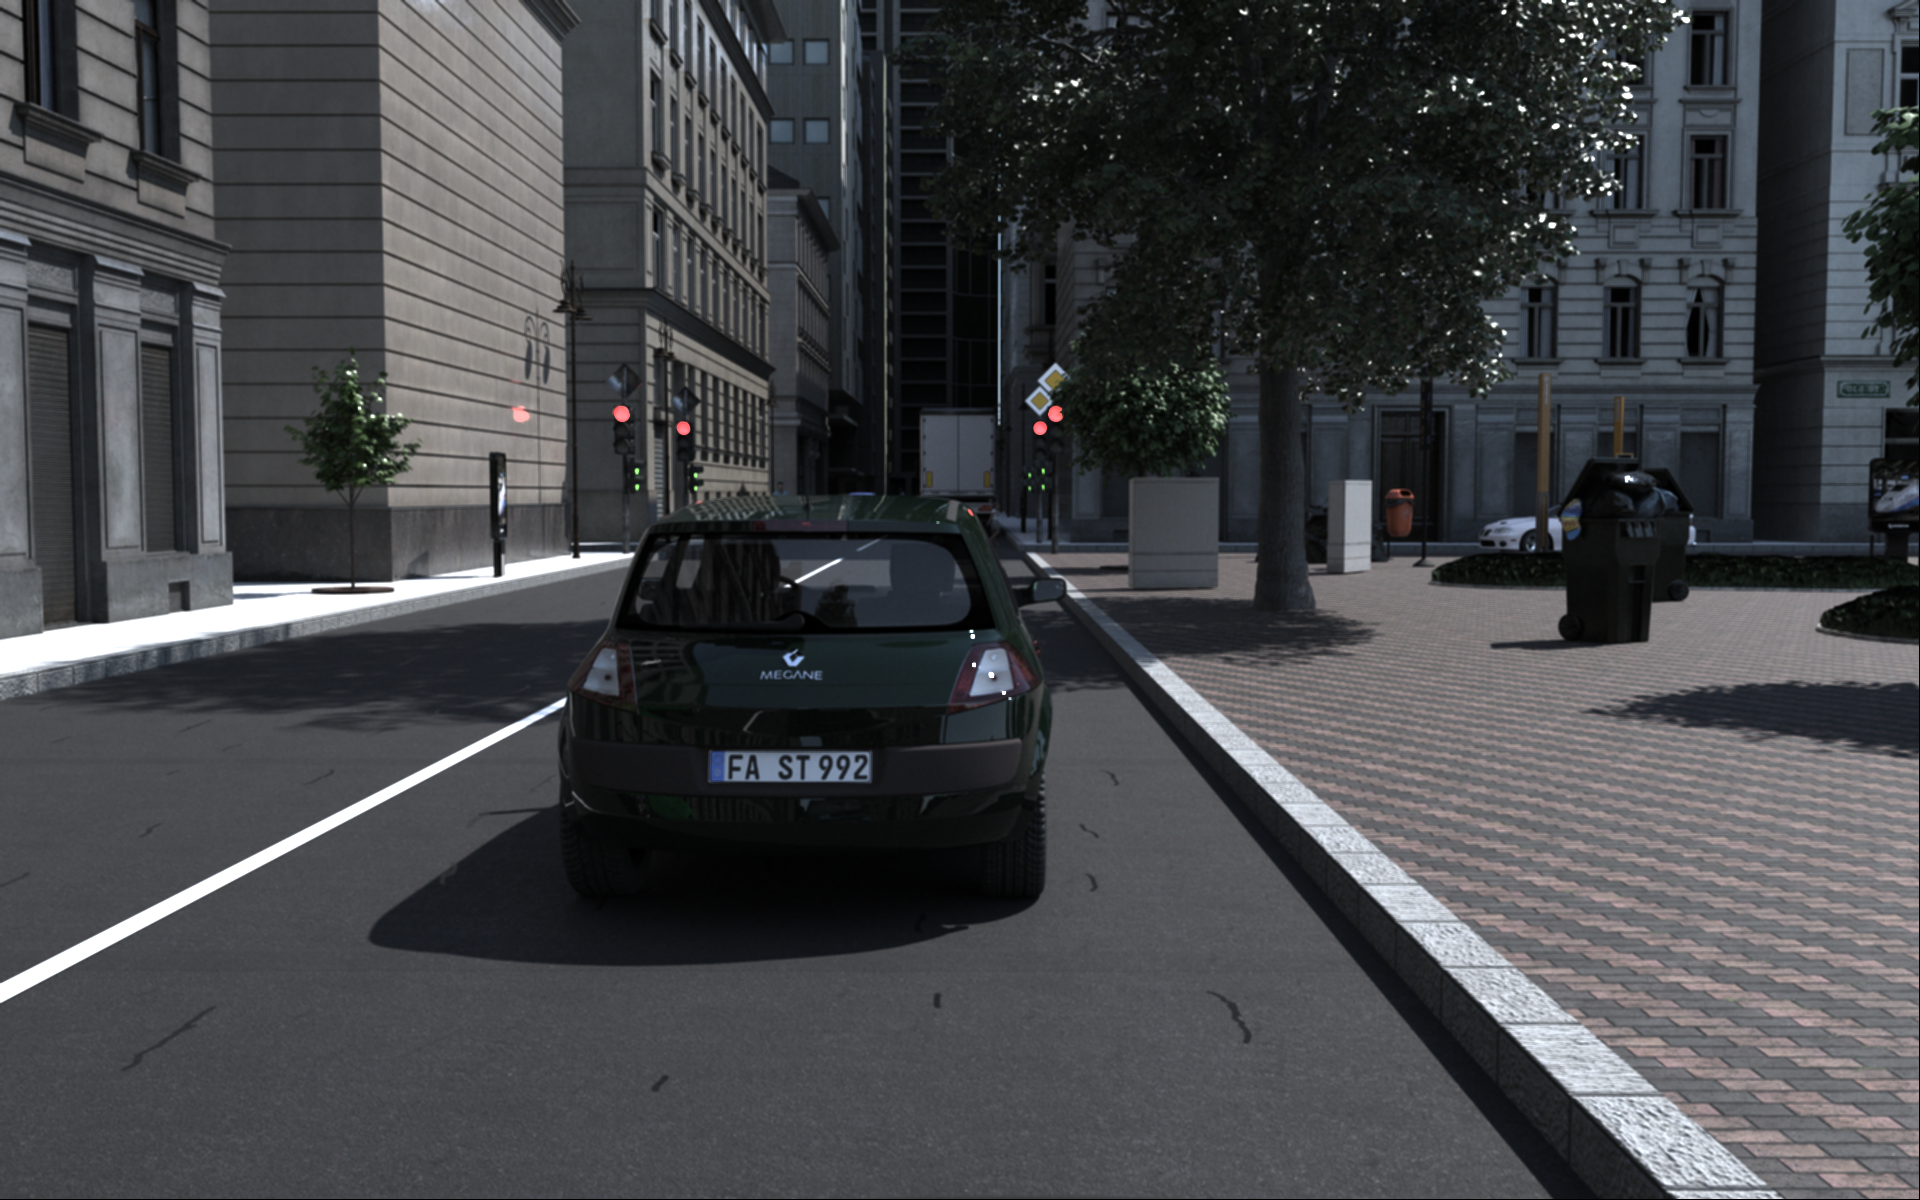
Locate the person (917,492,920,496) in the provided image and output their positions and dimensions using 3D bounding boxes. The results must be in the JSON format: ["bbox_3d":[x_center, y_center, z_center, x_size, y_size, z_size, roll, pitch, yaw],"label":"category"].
[{"bbox_3d":[-4.696,-11.457,196.735,0.541,1.710,0.530,-2,4,-34],"label":"person"}]

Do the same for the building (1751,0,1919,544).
[{"bbox_3d":[43.774,-16.846,51.841,44.131,29.872,17.030,0,4,0],"label":"building"}]

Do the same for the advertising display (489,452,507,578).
[{"bbox_3d":[-7.176,-1.329,26.946,0.123,1.923,0.974,0,4,-7],"label":"advertising display"}]

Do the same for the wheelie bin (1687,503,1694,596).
[{"bbox_3d":[8.423,-0.799,20.973,0.693,1.594,0.980,0,4,-3],"label":"wheelie bin"}]

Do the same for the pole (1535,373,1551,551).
[{"bbox_3d":[9.900,-2.175,29.405,0.158,3.312,0.155,0,3,0],"label":"pole"}]

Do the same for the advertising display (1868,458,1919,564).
[{"bbox_3d":[16.793,-1.578,31.019,0.974,1.923,0.123,0,4,4],"label":"advertising display"}]

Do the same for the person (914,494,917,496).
[{"bbox_3d":[-4.967,-10.873,189.463,0.799,1.438,0.628,1,4,21],"label":"person"}]

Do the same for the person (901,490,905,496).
[{"bbox_3d":[-5.455,-9.354,161.306,0.599,1.838,0.709,3,4,36],"label":"person"}]

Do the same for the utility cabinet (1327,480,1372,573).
[{"bbox_3d":[6.322,-1.191,28.151,0.318,1.500,1.173,2,4,34],"label":"utility cabinet"}]

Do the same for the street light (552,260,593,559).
[{"bbox_3d":[-7.651,-3.766,34.362,0.468,5.910,1.993,0,4,0],"label":"street light"}]

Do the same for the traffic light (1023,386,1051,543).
[{"bbox_3d":[2.050,-3.430,45.005,0.839,4.253,0.868,0,4,0],"label":"traffic light"}]

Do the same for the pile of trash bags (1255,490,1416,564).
[{"bbox_3d":[7.443,-1.439,33.277,3.447,1.369,1.912,-2,4,-34],"label":"pile of trash bags"}]

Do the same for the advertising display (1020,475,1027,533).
[{"bbox_3d":[2.112,-3.205,57.607,0.123,1.923,0.974,0,4,-4],"label":"advertising display"}]

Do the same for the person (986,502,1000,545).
[{"bbox_3d":[0.939,-2.159,48.807,0.382,1.210,0.505,0,4,5],"label":"person"}]

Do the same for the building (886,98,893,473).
[{"bbox_3d":[-22.654,-34.527,184.131,30.456,49.044,23.786,0,4,0],"label":"building"}]

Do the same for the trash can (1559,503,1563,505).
[{"bbox_3d":[10.211,-1.027,28.443,0.748,1.137,0.748,0,3,0],"label":"trash can"}]

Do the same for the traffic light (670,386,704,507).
[{"bbox_3d":[-7.112,-3.432,45.026,0.839,4.253,0.868,0,4,0],"label":"traffic light"}]

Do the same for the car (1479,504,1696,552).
[{"bbox_3d":[14.506,-1.700,40.155,4.827,1.381,2.083,0,4,-1],"label":"car"}]

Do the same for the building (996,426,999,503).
[{"bbox_3d":[14.732,-51.506,154.798,22.319,86.520,31.000,0,4,0],"label":"building"}]

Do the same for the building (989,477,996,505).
[{"bbox_3d":[19.270,-30.077,183.638,32.217,40.220,23.993,0,4,0],"label":"building"}]

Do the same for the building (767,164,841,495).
[{"bbox_3d":[-13.226,-14.932,95.055,10.553,20.767,40.483,0,4,0],"label":"building"}]

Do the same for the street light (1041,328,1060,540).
[{"bbox_3d":[2.527,-4.628,48.449,0.468,5.910,1.993,0,4,0],"label":"street light"}]

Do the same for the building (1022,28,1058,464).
[{"bbox_3d":[9.902,-15.519,72.823,14.460,24.649,34.723,0,4,0],"label":"building"}]

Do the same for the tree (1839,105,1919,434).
[{"bbox_3d":[7.443,-1.677,11.135,4.285,4.588,4.351,0,3,0],"label":"tree"}]

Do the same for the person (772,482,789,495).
[{"bbox_3d":[-5.721,-2.876,55.544,0.660,1.820,0.620,-1,4,-21],"label":"person"}]

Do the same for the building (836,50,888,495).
[{"bbox_3d":[-13.898,-28.835,155.043,14.154,41.232,14.086,0,4,0],"label":"building"}]

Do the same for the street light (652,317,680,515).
[{"bbox_3d":[-7.662,-4.434,45.277,0.468,5.910,1.993,0,4,0],"label":"street light"}]

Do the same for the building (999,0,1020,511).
[{"bbox_3d":[10.052,-27.529,133.699,14.154,41.232,14.086,0,4,0],"label":"building"}]

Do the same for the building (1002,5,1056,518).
[{"bbox_3d":[8.439,-20.024,104.878,11.434,29.767,29.804,0,4,0],"label":"building"}]

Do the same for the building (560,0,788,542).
[{"bbox_3d":[-15.464,-13.837,59.515,16.112,22.955,30.059,0,4,0],"label":"building"}]

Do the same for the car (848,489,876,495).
[{"bbox_3d":[-4.189,-3.937,73.963,1.945,1.707,3.694,0,4,2],"label":"car"}]

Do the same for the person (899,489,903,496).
[{"bbox_3d":[-4.349,-7.184,126.040,0.705,1.814,1.350,-1,4,-20],"label":"person"}]

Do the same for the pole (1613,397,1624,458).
[{"bbox_3d":[13.798,-2.599,36.336,0.158,3.312,0.155,0,3,0],"label":"pole"}]

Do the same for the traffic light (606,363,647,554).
[{"bbox_3d":[-7.144,-2.943,37.041,0.839,4.253,0.868,0,4,0],"label":"traffic light"}]

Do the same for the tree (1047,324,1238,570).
[{"bbox_3d":[3.127,-2.818,29.786,4.285,4.588,4.351,0,3,0],"label":"tree"}]

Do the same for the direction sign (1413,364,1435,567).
[{"bbox_3d":[8.219,-2.361,30.592,0.379,3.537,0.876,0,4,4],"label":"direction sign"}]

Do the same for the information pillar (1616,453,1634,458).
[{"bbox_3d":[11.983,-1.639,31.286,0.304,2.012,0.304,1,4,21],"label":"information pillar"}]

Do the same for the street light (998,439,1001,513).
[{"bbox_3d":[2.849,-8.991,119.795,0.468,5.910,1.993,0,4,0],"label":"street light"}]

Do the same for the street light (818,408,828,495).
[{"bbox_3d":[-7.366,-7.364,93.188,0.468,5.910,1.993,0,4,0],"label":"street light"}]

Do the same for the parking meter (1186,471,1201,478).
[{"bbox_3d":[5.975,-2.363,44.344,0.255,1.863,0.399,2,4,33],"label":"parking meter"}]

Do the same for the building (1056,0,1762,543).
[{"bbox_3d":[11.822,-12.244,49.344,18.267,20.994,9.793,0,4,0],"label":"building"}]

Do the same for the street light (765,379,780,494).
[{"bbox_3d":[-7.511,-5.910,69.413,0.468,5.910,1.993,0,4,0],"label":"street light"}]

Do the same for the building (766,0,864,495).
[{"bbox_3d":[-21.570,-33.269,133.184,28.713,52.752,27.495,0,4,0],"label":"building"}]

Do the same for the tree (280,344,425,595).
[{"bbox_3d":[-7.860,-1.700,22.400,1.663,3.219,1.824,0,3,0],"label":"tree"}]

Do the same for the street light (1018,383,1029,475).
[{"bbox_3d":[2.636,-6.082,72.224,0.468,5.910,1.993,0,4,0],"label":"street light"}]

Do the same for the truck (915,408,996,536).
[{"bbox_3d":[-0.204,-4.475,62.084,2.839,4.237,11.283,0,4,-1],"label":"truck"}]

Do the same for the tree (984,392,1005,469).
[{"bbox_3d":[3.653,-10.607,123.780,4.360,8.622,3.978,0,3,0],"label":"tree"}]

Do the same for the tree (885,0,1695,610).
[{"bbox_3d":[3.615,-6.865,18.897,9.857,13.997,8.962,0,3,0],"label":"tree"}]

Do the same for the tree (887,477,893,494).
[{"bbox_3d":[-7.004,-10.503,166.319,1.663,3.219,1.824,0,3,0],"label":"tree"}]

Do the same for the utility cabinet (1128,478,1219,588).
[{"bbox_3d":[2.892,-0.906,23.484,1.173,1.500,0.318,0,4,-8],"label":"utility cabinet"}]

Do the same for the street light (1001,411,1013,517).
[{"bbox_3d":[2.679,-7.536,96.000,0.468,5.910,1.993,0,4,0],"label":"street light"}]

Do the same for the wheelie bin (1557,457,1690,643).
[{"bbox_3d":[5.711,-0.441,15.126,0.980,1.594,0.693,-2,4,-30],"label":"wheelie bin"}]

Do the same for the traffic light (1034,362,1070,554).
[{"bbox_3d":[2.017,-2.942,37.020,0.839,4.253,0.868,0,4,0],"label":"traffic light"}]

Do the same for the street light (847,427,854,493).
[{"bbox_3d":[-7.368,-8.818,116.963,0.468,5.910,1.993,0,4,0],"label":"street light"}]

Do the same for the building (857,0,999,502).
[{"bbox_3d":[-5.477,-47.332,212.131,20.611,71.187,20.563,0,4,0],"label":"building"}]

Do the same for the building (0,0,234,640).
[{"bbox_3d":[-13.125,-9.869,10.513,9.793,20.994,18.267,0,4,0],"label":"building"}]

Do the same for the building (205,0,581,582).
[{"bbox_3d":[-20.341,-14.245,30.164,25.104,27.353,12.463,0,4,0],"label":"building"}]

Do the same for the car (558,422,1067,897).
[{"bbox_3d":[-0.515,0.136,7.560,2.009,1.686,4.222,0,4,1],"label":"car"}]
